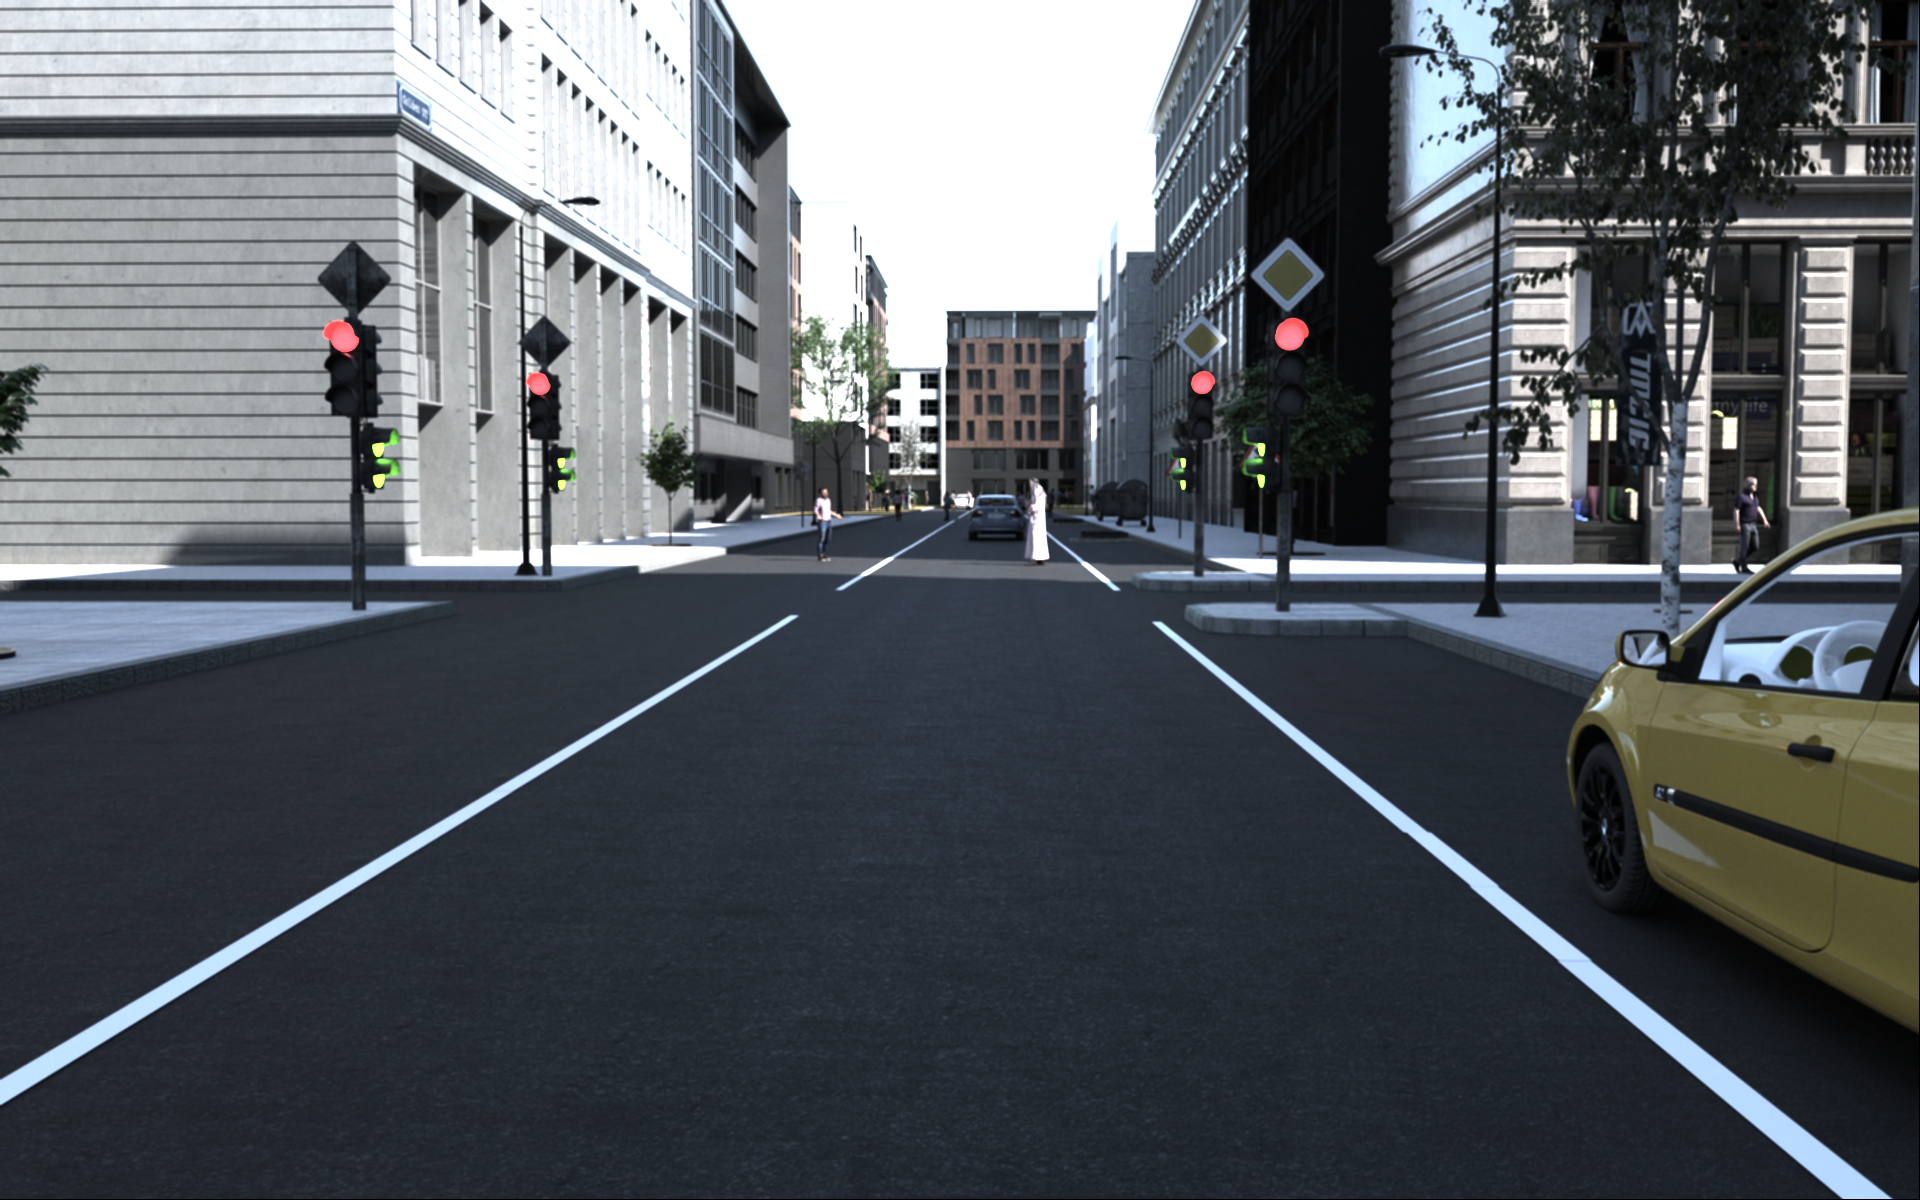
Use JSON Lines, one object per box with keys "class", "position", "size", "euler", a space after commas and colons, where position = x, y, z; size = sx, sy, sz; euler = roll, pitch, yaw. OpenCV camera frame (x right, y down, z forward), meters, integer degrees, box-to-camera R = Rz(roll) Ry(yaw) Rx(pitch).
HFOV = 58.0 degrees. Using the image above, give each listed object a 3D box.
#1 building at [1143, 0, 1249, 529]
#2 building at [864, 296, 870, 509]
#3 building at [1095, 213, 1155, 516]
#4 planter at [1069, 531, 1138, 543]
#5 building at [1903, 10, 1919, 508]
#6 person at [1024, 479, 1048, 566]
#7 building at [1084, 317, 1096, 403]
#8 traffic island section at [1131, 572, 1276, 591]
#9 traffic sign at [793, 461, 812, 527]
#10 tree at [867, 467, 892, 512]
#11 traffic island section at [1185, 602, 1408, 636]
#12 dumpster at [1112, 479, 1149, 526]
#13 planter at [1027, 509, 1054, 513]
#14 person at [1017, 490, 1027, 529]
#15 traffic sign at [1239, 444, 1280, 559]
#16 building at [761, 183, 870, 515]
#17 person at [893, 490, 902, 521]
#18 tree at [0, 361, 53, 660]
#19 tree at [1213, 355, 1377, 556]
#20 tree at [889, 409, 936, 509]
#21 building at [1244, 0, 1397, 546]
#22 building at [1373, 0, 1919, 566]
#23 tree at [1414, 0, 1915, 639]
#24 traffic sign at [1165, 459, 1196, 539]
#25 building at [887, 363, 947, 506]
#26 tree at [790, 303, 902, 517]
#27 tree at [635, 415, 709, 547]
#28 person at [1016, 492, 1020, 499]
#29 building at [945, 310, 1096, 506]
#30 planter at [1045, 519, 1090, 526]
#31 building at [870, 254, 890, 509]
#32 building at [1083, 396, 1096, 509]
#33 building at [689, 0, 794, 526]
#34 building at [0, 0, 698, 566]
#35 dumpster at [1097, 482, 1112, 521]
{"class": "building", "position": [18.722, -18.541, 79.557], "size": [17.030, 29.872, 44.131], "euler": [0, 4, 1]}
{"class": "building", "position": [-15.486, -17.452, 141.754], "size": [16.016, 20.091, 11.380], "euler": [0, 4, 1]}
{"class": "building", "position": [18.504, -15.364, 117.652], "size": [16.747, 18.905, 31.486], "euler": [0, 4, 1]}
{"class": "planter", "position": [4.292, -1.889, 52.031], "size": [1.991, 0.319, 1.994], "euler": [0, 4, 1]}
{"class": "building", "position": [14.528, -11.456, 5.326], "size": [12.078, 24.808, 19.932], "euler": [0, 4, 1]}
{"class": "person", "position": [1.504, -1.571, 34.862], "size": [0.621, 1.740, 0.551], "euler": [-2, 4, -24]}
{"class": "building", "position": [20.205, -19.094, 168.601], "size": [16.016, 20.091, 11.380], "euler": [0, 4, 1]}
{"class": "traffic island section", "position": [3.737, -0.286, 26.957], "size": [2.009, 0.180, 2.903], "euler": [0, 4, 1]}
{"class": "traffic sign", "position": [-6.061, -4.069, 66.634], "size": [0.768, 2.556, 0.104], "euler": [0, 4, 5]}
{"class": "tree", "position": [-5.958, -7.978, 125.044], "size": [1.663, 3.219, 1.824], "euler": [0, 3, 0]}
{"class": "traffic island section", "position": [3.559, 0.202, 18.974], "size": [2.009, 0.180, 2.903], "euler": [0, 4, 1]}
{"class": "dumpster", "position": [6.893, -3.887, 69.313], "size": [1.264, 1.857, 1.865], "euler": [0, 4, 1]}
{"class": "planter", "position": [6.003, -6.583, 128.764], "size": [1.991, 0.319, 1.994], "euler": [0, 4, 1]}
{"class": "person", "position": [2.556, -3.758, 71.899], "size": [0.963, 1.587, 0.435], "euler": [-3, 5, -41]}
{"class": "traffic sign", "position": [5.907, -2.078, 33.972], "size": [0.884, 2.594, 0.081], "euler": [0, 4, 2]}
{"class": "building", "position": [-21.598, -16.850, 119.478], "size": [27.936, 21.610, 32.646], "euler": [0, 4, 1]}
{"class": "person", "position": [-3.345, -5.065, 92.766], "size": [0.517, 1.644, 0.566], "euler": [1, 4, 20]}
{"class": "tree", "position": [-7.805, -1.147, 13.361], "size": [1.663, 3.219, 1.824], "euler": [0, 3, 0]}
{"class": "tree", "position": [6.978, -3.239, 36.679], "size": [4.285, 4.588, 4.351], "euler": [0, 3, 0]}
{"class": "tree", "position": [-4.211, -12.014, 146.793], "size": [4.360, 8.622, 3.978], "euler": [0, 3, 0]}
{"class": "building", "position": [15.555, -13.459, 49.738], "size": [12.332, 23.373, 15.834], "euler": [0, 4, 1]}
{"class": "building", "position": [19.152, -12.607, 35.000], "size": [19.941, 23.489, 11.050], "euler": [0, 4, 1]}
{"class": "tree", "position": [5.768, -3.891, 13.982], "size": [4.360, 8.622, 3.978], "euler": [0, 3, 0]}
{"class": "traffic sign", "position": [6.333, -3.048, 49.835], "size": [0.884, 2.594, 0.081], "euler": [0, 4, 8]}
{"class": "building", "position": [-17.301, -20.234, 197.281], "size": [31.486, 18.905, 16.747], "euler": [0, 4, 1]}
{"class": "tree", "position": [-6.784, -10.372, 95.344], "size": [9.928, 11.665, 9.643], "euler": [0, 3, 0]}
{"class": "tree", "position": [-6.967, -2.923, 42.399], "size": [1.663, 3.219, 1.824], "euler": [0, 3, 0]}
{"class": "person", "position": [3.035, -4.924, 91.210], "size": [0.569, 1.553, 0.471], "euler": [3, 5, 44]}
{"class": "building", "position": [14.892, -21.929, 202.516], "size": [32.646, 21.610, 27.936], "euler": [0, 4, 1]}
{"class": "planter", "position": [4.896, -3.537, 78.967], "size": [1.991, 0.319, 1.994], "euler": [0, 4, 1]}
{"class": "building", "position": [-23.521, -19.456, 162.072], "size": [32.646, 21.610, 27.936], "euler": [0, 4, 1]}
{"class": "building", "position": [15.762, -12.636, 148.752], "size": [9.099, 9.664, 28.070], "euler": [0, 4, 1]}
{"class": "building", "position": [-16.033, -15.649, 74.932], "size": [14.314, 24.678, 30.058], "euler": [0, 4, 1]}
{"class": "building", "position": [-14.973, -16.353, 44.871], "size": [11.434, 29.767, 29.804], "euler": [0, 4, 1]}
{"class": "dumpster", "position": [7.136, -4.642, 81.659], "size": [1.264, 1.857, 1.865], "euler": [0, 4, 1]}
